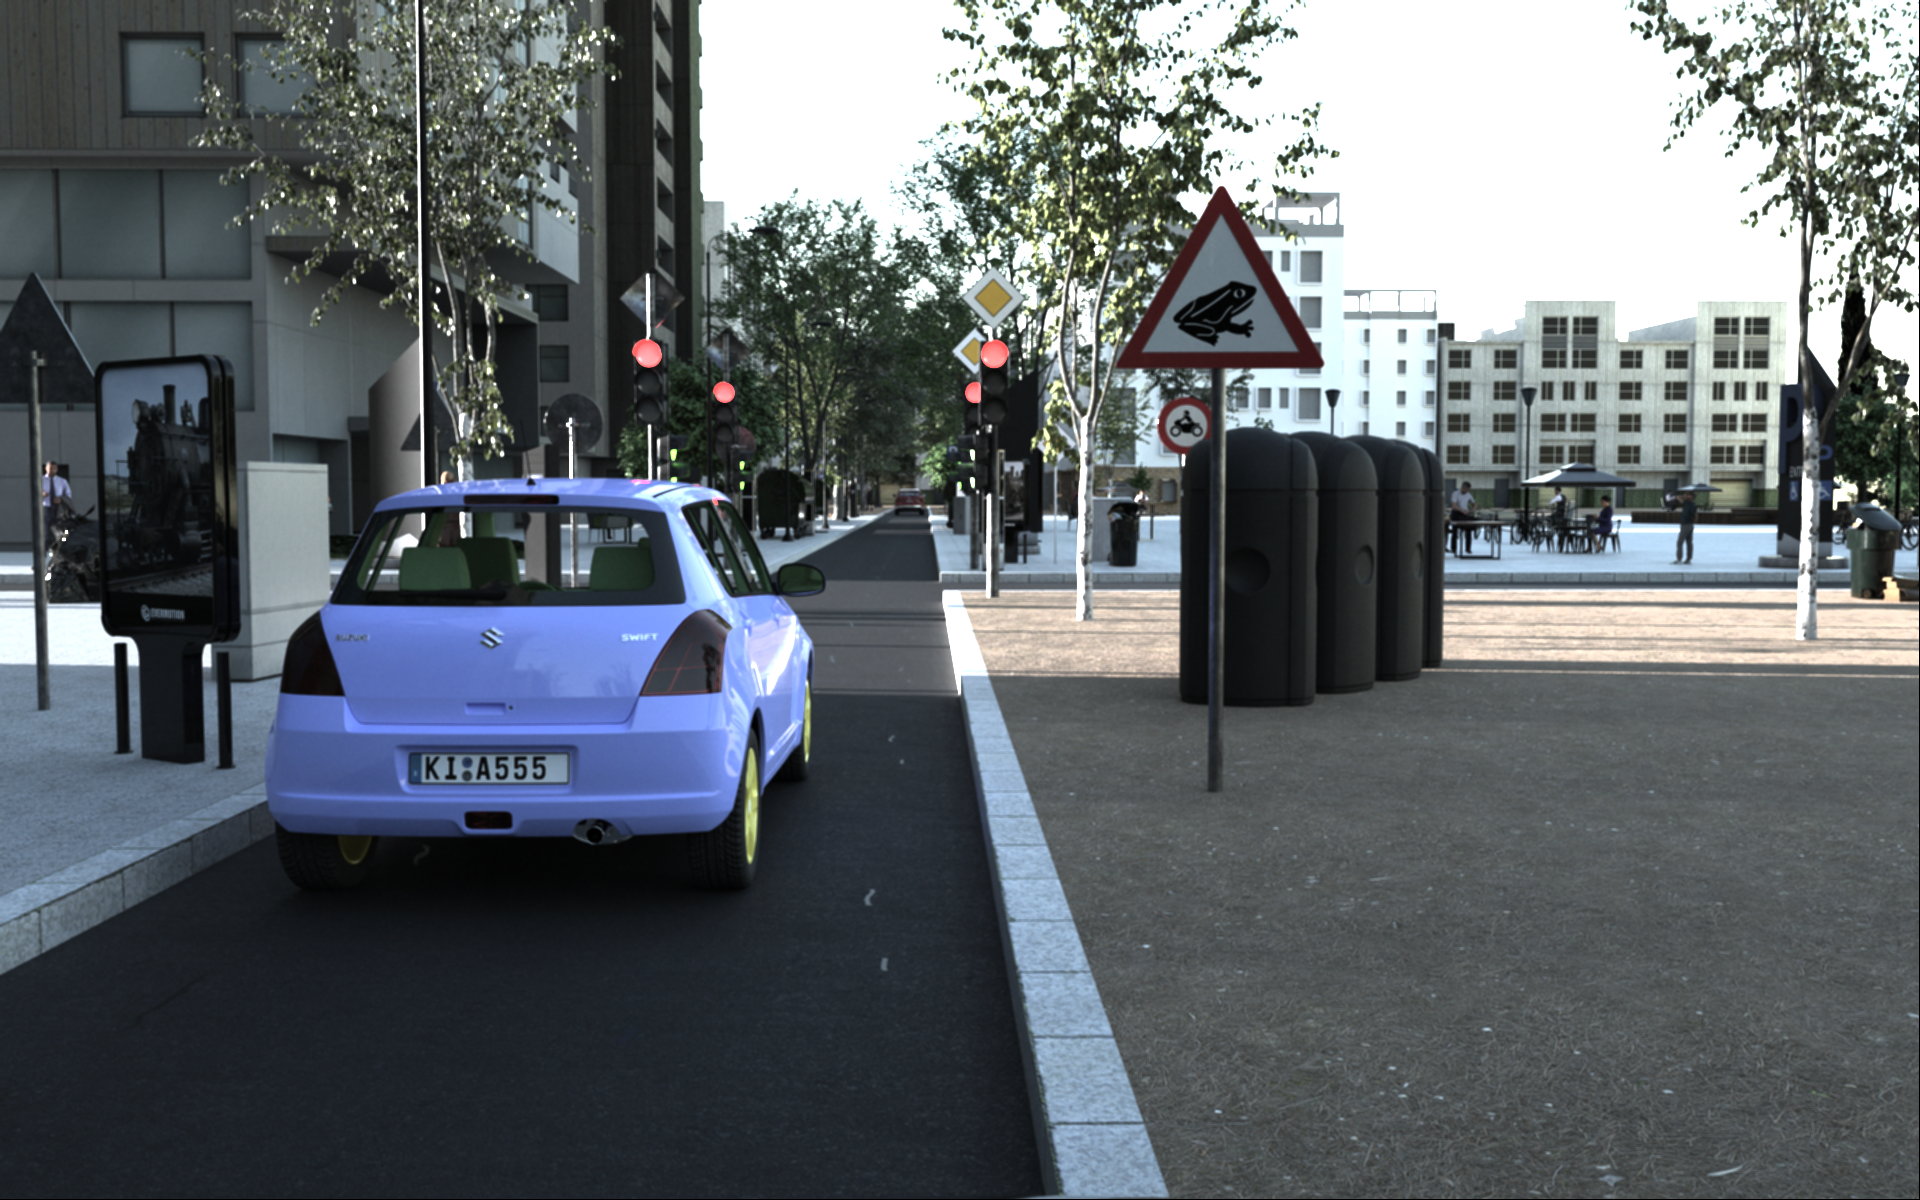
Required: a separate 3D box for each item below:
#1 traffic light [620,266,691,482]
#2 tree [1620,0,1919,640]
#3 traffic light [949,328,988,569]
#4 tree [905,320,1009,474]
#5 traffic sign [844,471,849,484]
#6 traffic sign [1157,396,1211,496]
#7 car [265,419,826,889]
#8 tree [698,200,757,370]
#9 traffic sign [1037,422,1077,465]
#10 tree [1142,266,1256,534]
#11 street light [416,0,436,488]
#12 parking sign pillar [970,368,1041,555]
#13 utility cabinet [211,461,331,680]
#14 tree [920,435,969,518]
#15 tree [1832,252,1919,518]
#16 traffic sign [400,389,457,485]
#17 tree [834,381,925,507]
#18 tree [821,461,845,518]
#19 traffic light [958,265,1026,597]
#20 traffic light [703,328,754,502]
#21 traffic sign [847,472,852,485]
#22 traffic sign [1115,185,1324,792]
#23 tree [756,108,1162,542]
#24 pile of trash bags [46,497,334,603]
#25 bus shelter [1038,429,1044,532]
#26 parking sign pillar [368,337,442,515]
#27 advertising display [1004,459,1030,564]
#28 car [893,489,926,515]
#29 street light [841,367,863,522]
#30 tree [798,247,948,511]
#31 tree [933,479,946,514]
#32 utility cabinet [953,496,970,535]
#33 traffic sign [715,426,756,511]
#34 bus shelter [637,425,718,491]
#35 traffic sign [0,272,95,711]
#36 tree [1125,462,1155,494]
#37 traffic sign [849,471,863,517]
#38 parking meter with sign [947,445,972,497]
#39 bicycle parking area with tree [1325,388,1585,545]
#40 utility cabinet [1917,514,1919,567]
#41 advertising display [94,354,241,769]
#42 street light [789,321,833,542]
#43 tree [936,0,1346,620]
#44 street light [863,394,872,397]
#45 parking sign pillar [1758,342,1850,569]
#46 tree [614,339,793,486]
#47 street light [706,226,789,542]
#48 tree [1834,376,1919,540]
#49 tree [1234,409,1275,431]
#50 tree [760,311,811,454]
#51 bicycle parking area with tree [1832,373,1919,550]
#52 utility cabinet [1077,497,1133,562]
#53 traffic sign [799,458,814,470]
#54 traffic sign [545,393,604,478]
[{"bbox_3d":[-3.768,-1.984,21.352,0.839,4.253,0.868,0,4,-1],"label":"traffic light"},{"bbox_3d":[7.659,-3.947,14.894,4.360,8.622,3.978,0,3,0],"label":"tree"},{"bbox_3d":[0.232,-2.478,29.434,0.839,4.253,0.868,0,4,-1],"label":"traffic light"},{"bbox_3d":[0.019,-11.312,103.074,7.486,12.596,7.792,0,3,0],"label":"tree"},{"bbox_3d":[-6.479,-5.972,97.371,0.795,2.593,0.064,0,4,7],"label":"traffic sign"},{"bbox_3d":[2.949,-1.379,22.651,0.768,2.556,0.104,0,4,1],"label":"traffic sign"},{"bbox_3d":[-1.585,0.123,7.576,1.945,1.707,3.694,0,4,0],"label":"car"},{"bbox_3d":[-4.897,-8.055,57.448,9.928,11.665,9.643,0,3,0],"label":"tree"},{"bbox_3d":[1.765,-1.954,31.688,0.795,2.593,0.064,0,4,6],"label":"traffic sign"},{"bbox_3d":[7.412,-6.451,55.832,4.360,8.622,3.978,0,3,0],"label":"tree"},{"bbox_3d":[-3.450,-2.470,12.922,1.470,5.913,1.316,0,4,-1],"label":"street light"},{"bbox_3d":[1.016,-2.973,37.088,1.447,3.967,1.447,0,4,-1],"label":"parking sign pillar"},{"bbox_3d":[-4.903,-0.223,12.319,0.318,1.500,1.173,0,4,6],"label":"utility cabinet"},{"bbox_3d":[-0.469,-6.772,94.438,4.285,4.588,4.351,0,3,0],"label":"tree"},{"bbox_3d":[52.558,-11.604,91.540,13.155,14.587,18.604,-1,4,-21],"label":"tree"},{"bbox_3d":[-6.466,-1.307,21.373,0.884,2.594,0.081,0,4,2],"label":"traffic sign"},{"bbox_3d":[-8.160,-15.434,169.351,9.611,12.733,9.660,0,3,0],"label":"tree"},{"bbox_3d":[-7.095,-6.111,94.520,1.663,3.219,1.824,0,3,0],"label":"tree"},{"bbox_3d":[0.392,-1.990,21.451,0.839,4.253,0.868,0,4,-1],"label":"traffic light"},{"bbox_3d":[-3.928,-2.472,29.335,0.839,4.253,0.868,0,4,-1],"label":"traffic light"},{"bbox_3d":[-6.398,-6.153,100.329,0.795,2.593,0.064,0,4,4],"label":"traffic sign"},{"bbox_3d":[1.101,-0.453,7.405,0.884,2.594,0.081,0,4,-1],"label":"traffic sign"},{"bbox_3d":[1.590,-7.363,46.135,9.928,11.665,9.643,0,3,0],"label":"tree"},{"bbox_3d":[-9.531,-0.711,21.377,3.447,1.369,1.912,-1,4,-12],"label":"pile of trash bags"},{"bbox_3d":[1.973,-4.285,61.338,1.731,3.624,6.357,0,4,-1],"label":"bus shelter"},{"bbox_3d":[-9.618,-2.541,30.024,1.447,3.967,1.447,2,4,29],"label":"parking sign pillar"},{"bbox_3d":[0.920,-1.653,32.233,0.123,1.923,0.974,-3,5,-41],"label":"advertising display"},{"bbox_3d":[-3.473,-6.742,118.906,2.281,1.827,5.304,0,4,-2],"label":"car"},{"bbox_3d":[-4.407,-5.564,63.518,1.470,5.913,1.316,0,4,-1],"label":"street light"},{"bbox_3d":[-6.080,-16.778,130.202,12.611,20.169,13.585,0,3,0],"label":"tree"},{"bbox_3d":[-1.063,-7.302,113.987,1.663,3.219,1.824,0,3,0],"label":"tree"},{"bbox_3d":[0.088,-2.688,55.108,0.306,1.237,1.020,-1,4,-21],"label":"utility cabinet"},{"bbox_3d":[-4.160,-1.956,32.094,0.768,2.556,0.104,0,4,5],"label":"traffic sign"},{"bbox_3d":[-6.457,-2.974,42.542,2.014,3.302,5.546,0,4,-1],"label":"bus shelter"},{"bbox_3d":[-5.442,-0.624,10.213,0.884,2.594,0.081,0,4,6],"label":"traffic sign"},{"bbox_3d":[10.863,-6.638,103.128,1.663,3.219,1.824,0,3,0],"label":"tree"},{"bbox_3d":[-5.707,-5.804,95.009,0.768,2.556,0.104,0,4,2],"label":"traffic sign"},{"bbox_3d":[0.255,-4.044,62.381,0.543,3.016,1.738,2,4,35],"label":"parking meter with sign"},{"bbox_3d":[12.724,-3.674,47.066,8.231,4.147,9.016,1,4,22],"label":"bicycle parking area with tree"},{"bbox_3d":[16.883,-1.276,29.548,0.318,1.500,1.173,0,4,-8],"label":"utility cabinet"},{"bbox_3d":[-3.796,-0.189,8.297,0.974,1.923,0.123,2,4,34],"label":"advertising display"},{"bbox_3d":[-4.124,-4.538,46.745,1.470,5.913,1.316,0,4,-1],"label":"street light"},{"bbox_3d":[1.477,-4.108,17.534,4.737,8.622,4.395,0,3,0],"label":"tree"},{"bbox_3d":[-4.787,-6.614,80.680,1.470,5.913,1.316,0,4,-1],"label":"street light"},{"bbox_3d":[14.775,-2.553,30.221,1.447,3.967,1.447,0,4,3],"label":"parking sign pillar"},{"bbox_3d":[-5.191,-3.192,35.897,4.285,4.588,4.351,0,3,0],"label":"tree"},{"bbox_3d":[-3.829,-3.527,30.207,1.470,5.913,1.316,0,4,-1],"label":"street light"},{"bbox_3d":[25.320,-3.966,48.558,4.285,4.588,4.351,0,3,0],"label":"tree"},{"bbox_3d":[6.906,-2.764,39.788,1.663,3.219,1.824,0,3,0],"label":"tree"},{"bbox_3d":[-5.877,-7.226,68.506,4.737,8.622,4.395,0,3,0],"label":"tree"},{"bbox_3d":[24.842,-3.327,41.404,8.231,4.147,9.016,0,4,4],"label":"bicycle parking area with tree"},{"bbox_3d":[2.750,-1.324,32.811,1.020,1.237,0.306,0,4,-5],"label":"utility cabinet"},{"bbox_3d":[-5.747,-3.887,63.289,0.795,2.593,0.064,0,4,2],"label":"traffic sign"},{"bbox_3d":[-4.885,-1.334,21.912,0.768,2.556,0.104,0,4,7],"label":"traffic sign"}]
